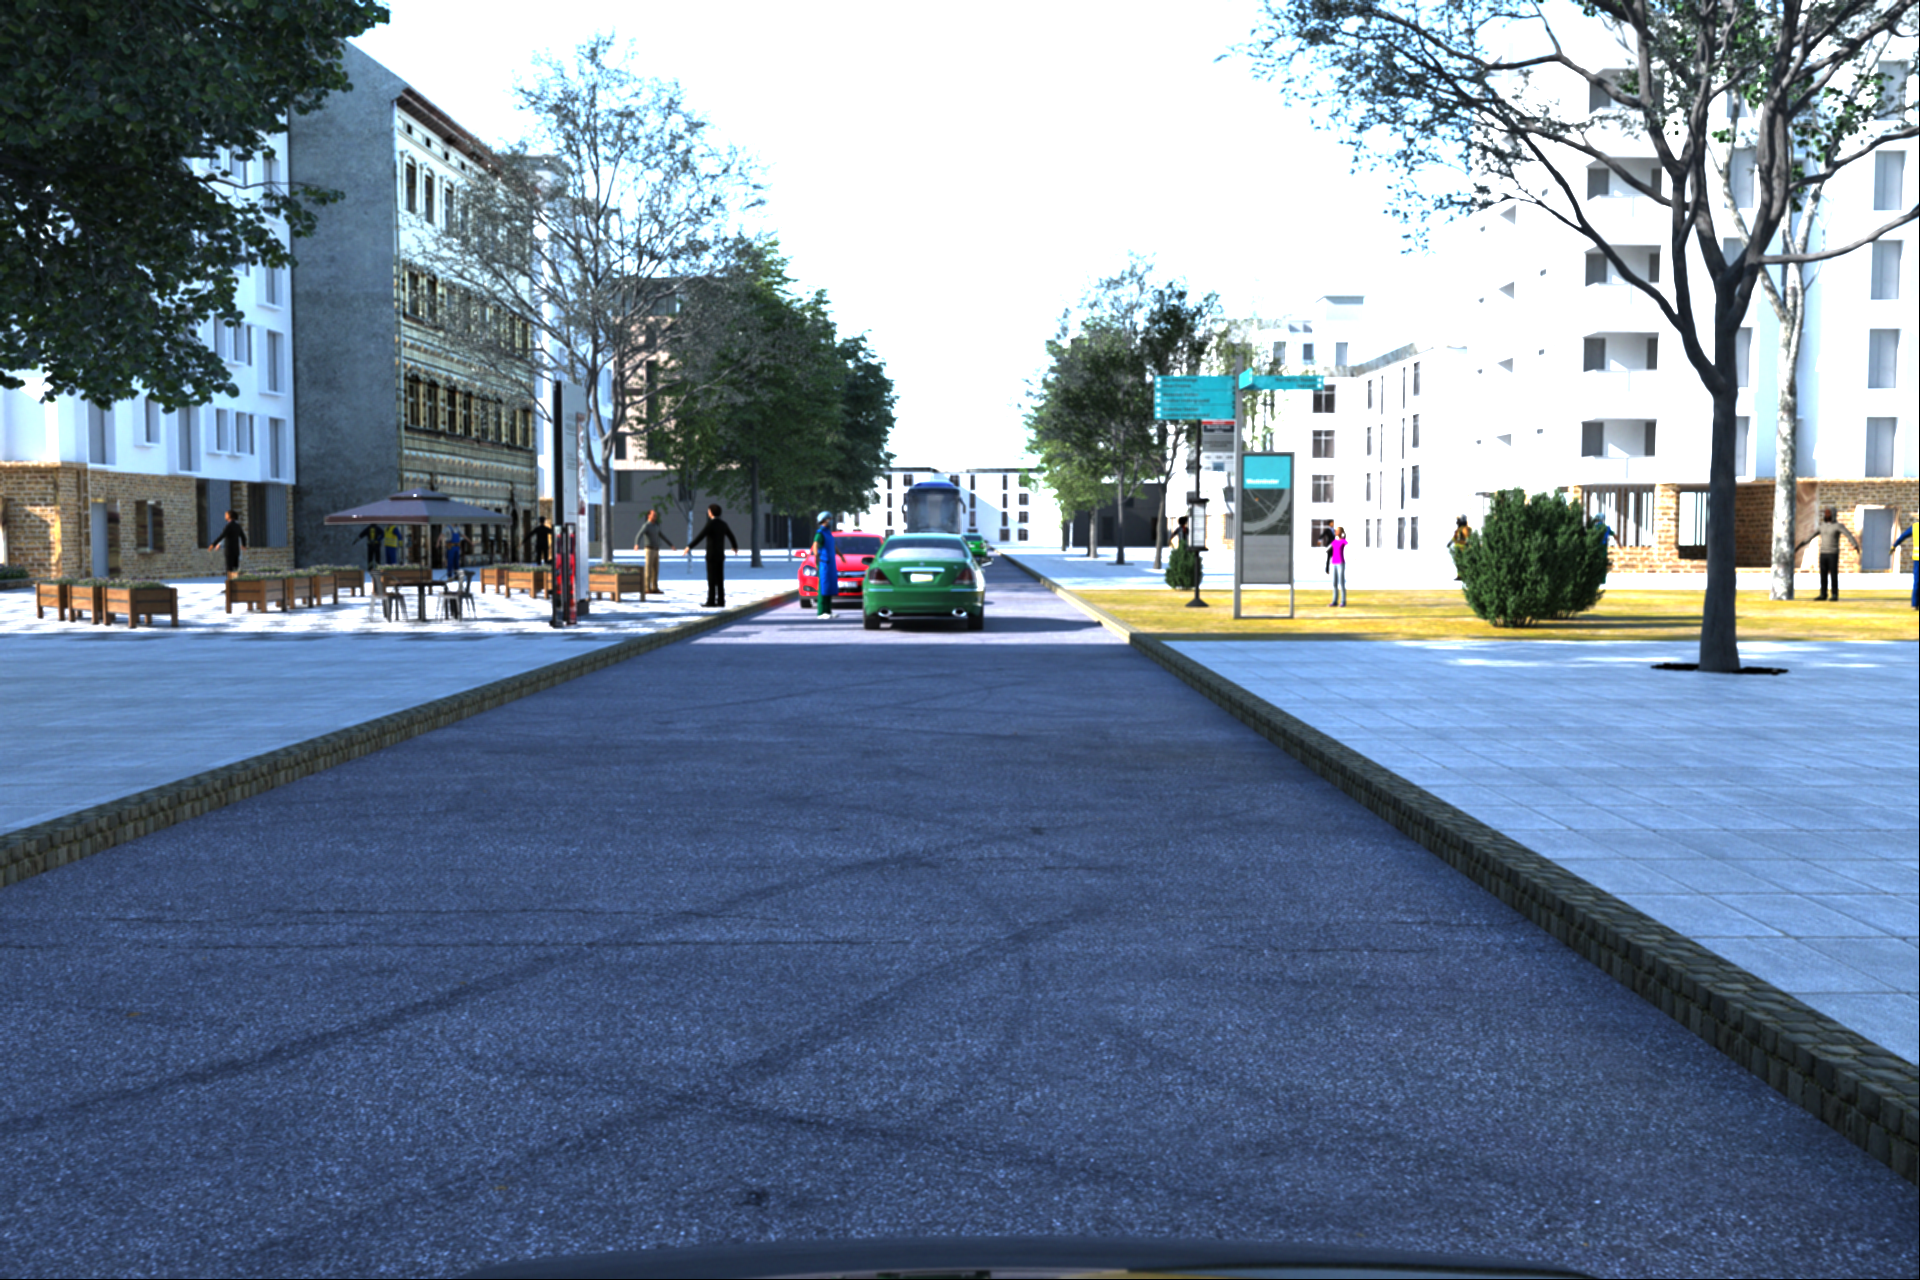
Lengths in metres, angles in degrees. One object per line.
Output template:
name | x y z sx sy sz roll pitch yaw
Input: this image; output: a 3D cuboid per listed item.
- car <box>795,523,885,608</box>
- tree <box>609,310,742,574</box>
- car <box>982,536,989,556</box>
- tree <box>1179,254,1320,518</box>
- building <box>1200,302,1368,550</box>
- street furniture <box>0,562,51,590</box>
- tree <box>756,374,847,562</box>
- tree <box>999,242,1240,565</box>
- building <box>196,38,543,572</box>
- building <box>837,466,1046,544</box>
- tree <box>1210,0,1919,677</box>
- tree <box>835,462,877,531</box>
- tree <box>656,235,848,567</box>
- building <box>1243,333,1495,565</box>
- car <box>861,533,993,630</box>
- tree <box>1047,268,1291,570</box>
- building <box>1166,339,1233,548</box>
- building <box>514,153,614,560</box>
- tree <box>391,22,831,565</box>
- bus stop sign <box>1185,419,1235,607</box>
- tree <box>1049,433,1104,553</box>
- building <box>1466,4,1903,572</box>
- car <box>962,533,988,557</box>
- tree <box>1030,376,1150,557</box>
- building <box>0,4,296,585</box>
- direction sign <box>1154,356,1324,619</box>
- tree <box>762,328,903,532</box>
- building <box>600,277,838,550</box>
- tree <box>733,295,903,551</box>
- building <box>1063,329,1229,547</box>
car | -2.204 -1.580 34.879 2.155 1.783 4.494 0 4 0
tree | -8.819 -6.431 55.513 4.737 8.622 4.395 0 3 0
car | 0.920 -6.180 113.630 1.945 1.354 3.894 0 4 0
tree | 7.337 -5.859 46.165 4.360 8.622 3.978 0 3 0
building | 25.878 -17.867 148.545 16.016 20.090 11.380 0 4 1
street furniture | -24.408 -1.890 37.759 11.010 1.723 9.812 -1 4 -12
tree | -8.072 -7.929 80.008 4.360 8.622 3.978 0 3 0
tree | 6.869 -9.903 72.289 12.009 13.543 11.850 0 3 0
building | -28.111 -14.466 67.443 19.493 23.208 18.063 0 4 1
building | -3.352 -16.575 215.607 28.070 9.664 9.099 0 4 4
tree | 6.986 -6.442 15.692 12.009 13.543 11.850 0 3 0
tree | -8.519 -10.606 123.762 4.360 8.622 3.978 0 3 0
tree | -7.911 -9.041 65.948 7.486 12.596 7.792 0 3 0
building | 20.485 -8.822 86.379 9.099 9.664 28.070 0 3 0
car | -0.534 -0.948 27.305 2.131 1.459 4.920 0 4 0
tree | 7.183 -7.773 61.503 8.767 10.594 7.601 -1 4 -21
building | 24.948 -18.854 164.686 16.016 20.090 11.380 0 4 1
building | -25.128 -14.136 87.541 16.016 20.090 11.380 0 4 0
tree | -8.838 -8.092 42.666 12.009 13.543 11.850 0 3 0
bus stop sign | 4.403 -2.554 30.458 0.855 3.939 0.416 0 4 0
tree | 7.656 -10.214 117.364 4.737 8.622 4.395 0 3 0
building | 25.581 -12.950 68.152 16.016 20.090 11.380 0 4 0
car | 0.516 -5.119 92.493 1.959 1.807 4.718 0 4 1
tree | 7.540 -10.554 98.313 9.928 11.665 9.643 0 3 0
building | -27.441 -11.528 44.910 16.016 20.090 11.380 0 4 1
direction sign | 4.177 -2.247 25.502 2.525 3.948 1.411 0 4 1
tree | -8.277 -12.263 107.150 9.857 13.997 8.962 0 3 0
building | -26.225 -18.977 154.253 27.936 21.610 32.646 0 4 1
tree | -7.691 -11.333 91.951 9.857 13.997 8.962 0 3 0
building | 25.057 -21.116 189.216 27.936 21.610 32.646 0 4 0
